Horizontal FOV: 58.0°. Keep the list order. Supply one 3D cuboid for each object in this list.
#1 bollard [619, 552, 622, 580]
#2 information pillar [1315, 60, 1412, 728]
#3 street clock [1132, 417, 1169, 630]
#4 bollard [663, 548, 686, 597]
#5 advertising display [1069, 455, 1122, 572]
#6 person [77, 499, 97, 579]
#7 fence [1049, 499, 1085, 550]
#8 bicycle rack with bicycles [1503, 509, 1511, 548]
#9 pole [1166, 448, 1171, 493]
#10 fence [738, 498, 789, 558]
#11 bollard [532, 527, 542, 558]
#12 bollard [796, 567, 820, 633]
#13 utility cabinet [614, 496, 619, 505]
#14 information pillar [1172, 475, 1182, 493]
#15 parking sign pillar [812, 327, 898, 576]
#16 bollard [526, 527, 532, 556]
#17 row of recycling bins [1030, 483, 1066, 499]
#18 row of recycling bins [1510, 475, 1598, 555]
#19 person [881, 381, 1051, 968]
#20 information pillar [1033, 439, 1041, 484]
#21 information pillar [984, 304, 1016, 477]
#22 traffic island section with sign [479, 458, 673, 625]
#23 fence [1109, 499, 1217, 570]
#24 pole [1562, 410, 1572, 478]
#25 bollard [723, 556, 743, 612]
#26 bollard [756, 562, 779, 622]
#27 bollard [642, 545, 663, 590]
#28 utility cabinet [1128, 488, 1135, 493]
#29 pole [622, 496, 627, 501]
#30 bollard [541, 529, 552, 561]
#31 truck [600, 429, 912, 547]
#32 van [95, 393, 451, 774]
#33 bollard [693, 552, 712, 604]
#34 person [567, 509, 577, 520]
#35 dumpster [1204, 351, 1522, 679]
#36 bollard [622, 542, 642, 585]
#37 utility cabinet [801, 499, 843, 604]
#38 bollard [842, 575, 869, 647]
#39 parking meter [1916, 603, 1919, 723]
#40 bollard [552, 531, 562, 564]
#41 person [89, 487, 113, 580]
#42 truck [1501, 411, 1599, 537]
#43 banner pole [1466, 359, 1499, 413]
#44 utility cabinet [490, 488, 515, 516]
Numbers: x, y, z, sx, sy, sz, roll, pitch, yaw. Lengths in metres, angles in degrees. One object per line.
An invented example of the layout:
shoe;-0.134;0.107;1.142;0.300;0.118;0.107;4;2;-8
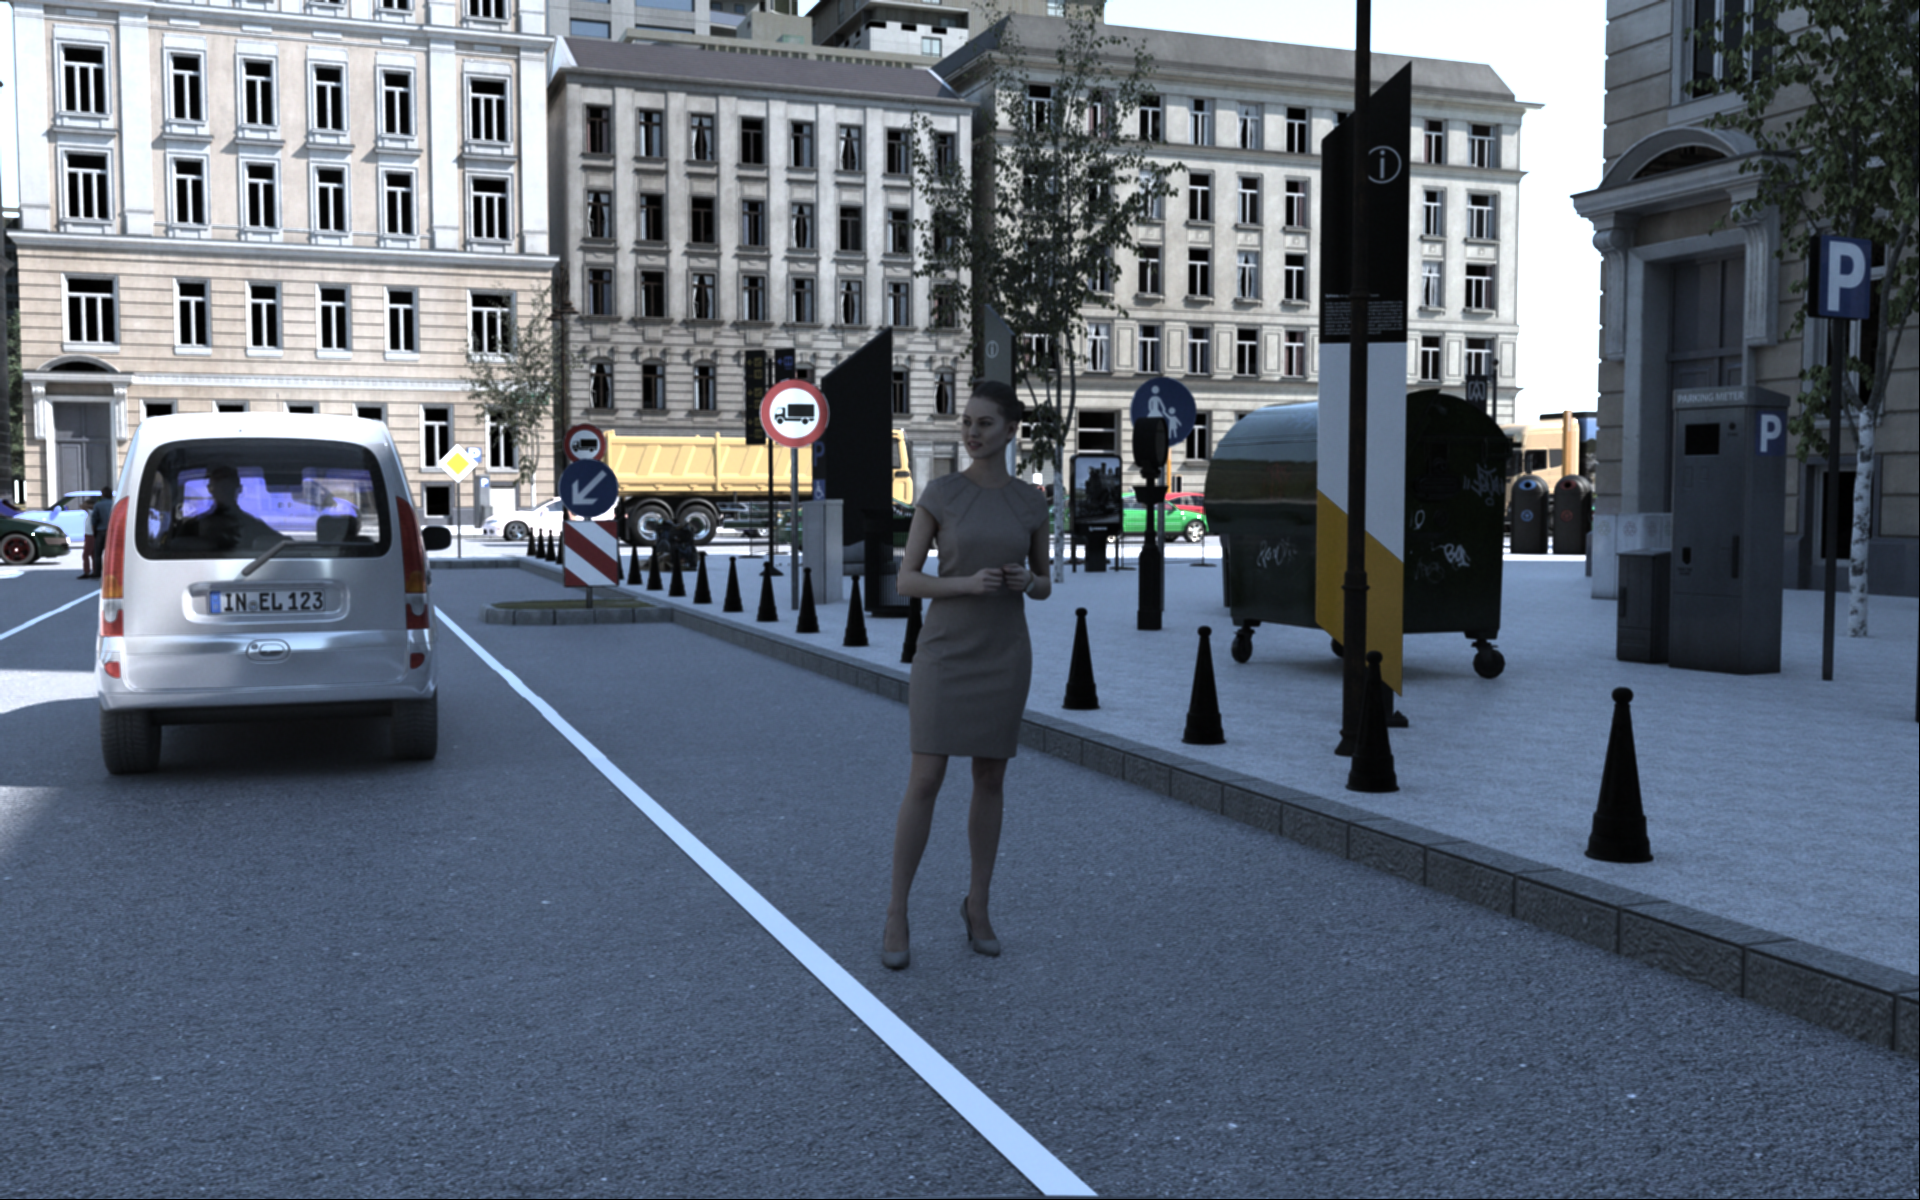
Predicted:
bollard;-5.162;-0.612;26.040;0.229;0.601;0.229;0;3;0
information pillar;2.225;-1.111;9.522;0.504;3.616;0.183;1;4;9
street clock;1.795;-0.720;16.338;0.358;2.002;0.471;1;4;22
bollard;-3.558;-0.351;21.775;0.229;0.601;0.229;0;3;0
advertising display;2.240;-1.428;28.569;0.974;1.923;0.123;-2;4;-30
person;-14.806;-1.040;29.406;0.340;1.345;0.435;-1;4;-19
fence;1.769;-1.593;37.256;2.264;1.192;0.480;0;4;-4
bicycle rack with bicycles;12.236;-1.722;41.533;2.925;0.926;2.852;-1;4;-12
pole;9.289;-5.093;77.119;0.158;3.312;0.155;0;3;0
fence;-4.050;-1.507;35.839;0.480;1.192;2.264;1;4;8
bollard;-8.372;-1.135;34.594;0.229;0.601;0.229;0;3;0
bollard;-1.414;-0.002;16.072;0.229;0.601;0.229;0;3;0
utility cabinet;-12.449;-3.080;61.525;0.306;1.237;1.020;-2;4;-32
information pillar;8.507;-3.881;67.948;0.304;2.012;0.304;-2;4;-23
parking sign pillar;-1.724;-2.404;27.778;1.447;3.967;1.447;-3;4;-38
bollard;-8.906;-1.222;36.017;0.229;0.601;0.229;0;3;0
row of recycling bins;2.428;-3.465;63.768;3.534;1.692;1.069;-3;4;-38
row of recycling bins;12.643;-1.838;37.163;3.534;1.692;1.069;2;4;27
person;0.031;0.212;5.381;0.599;1.781;0.374;-1;4;-15
information pillar;3.184;-4.897;71.419;0.183;3.616;0.504;3;5;42
information pillar;0.483;-1.833;21.319;0.183;3.616;0.504;-3;5;-44
traffic island section with sign;-4.488;-0.692;19.948;1.989;1.847;2.006;-1;4;-21
fence;3.545;-1.157;30.121;2.264;1.192;0.480;-3;5;-41
pole;14.718;-2.948;42.046;0.158;3.312;0.155;0;3;0
bollard;-2.480;-0.176;18.914;0.229;0.601;0.229;0;3;0
bollard;-1.947;-0.088;17.488;0.229;0.601;0.229;0;3;0
bollard;-4.089;-0.437;23.192;0.229;0.601;0.229;0;3;0
utility cabinet;6.939;-3.484;65.648;1.173;1.500;0.318;-2;4;-33
pole;-13.339;-4.586;68.822;0.158;3.312;0.155;0;3;0
bollard;-7.837;-1.047;33.163;0.229;0.601;0.229;0;3;0
truck;-5.436;-3.263;49.270;9.791;3.379;3.469;-1;4;-21
van;-4.070;-0.208;10.407;2.013;2.044;4.112;-1;4;-19
bollard;-3.027;-0.264;20.353;0.229;0.601;0.229;0;3;0
person;-9.077;-1.951;40.531;0.434;1.807;0.598;0;4;3
dumpster;2.888;-0.615;12.553;1.502;2.255;1.985;-1;4;-21
bollard;-4.623;-0.524;24.607;0.229;0.601;0.229;0;3;0
utility cabinet;-1.639;-0.578;20.610;0.306;1.237;1.020;0;4;8
bollard;-0.882;0.085;14.657;0.229;0.601;0.229;0;3;0
parking meter;5.555;-0.075;9.638;0.372;1.533;0.369;0;3;0
bollard;-7.303;-0.960;31.742;0.229;0.601;0.229;0;3;0
person;-14.253;-1.108;28.832;0.499;1.552;0.429;-2;4;-27
truck;22.782;-4.366;60.305;11.283;4.237;2.839;-1;4;-19
banner pole;9.677;-2.571;32.057;0.863;3.779;0.401;-1;4;-19
utility cabinet;-17.576;-3.509;66.056;1.173;1.500;0.318;-1;4;-19
